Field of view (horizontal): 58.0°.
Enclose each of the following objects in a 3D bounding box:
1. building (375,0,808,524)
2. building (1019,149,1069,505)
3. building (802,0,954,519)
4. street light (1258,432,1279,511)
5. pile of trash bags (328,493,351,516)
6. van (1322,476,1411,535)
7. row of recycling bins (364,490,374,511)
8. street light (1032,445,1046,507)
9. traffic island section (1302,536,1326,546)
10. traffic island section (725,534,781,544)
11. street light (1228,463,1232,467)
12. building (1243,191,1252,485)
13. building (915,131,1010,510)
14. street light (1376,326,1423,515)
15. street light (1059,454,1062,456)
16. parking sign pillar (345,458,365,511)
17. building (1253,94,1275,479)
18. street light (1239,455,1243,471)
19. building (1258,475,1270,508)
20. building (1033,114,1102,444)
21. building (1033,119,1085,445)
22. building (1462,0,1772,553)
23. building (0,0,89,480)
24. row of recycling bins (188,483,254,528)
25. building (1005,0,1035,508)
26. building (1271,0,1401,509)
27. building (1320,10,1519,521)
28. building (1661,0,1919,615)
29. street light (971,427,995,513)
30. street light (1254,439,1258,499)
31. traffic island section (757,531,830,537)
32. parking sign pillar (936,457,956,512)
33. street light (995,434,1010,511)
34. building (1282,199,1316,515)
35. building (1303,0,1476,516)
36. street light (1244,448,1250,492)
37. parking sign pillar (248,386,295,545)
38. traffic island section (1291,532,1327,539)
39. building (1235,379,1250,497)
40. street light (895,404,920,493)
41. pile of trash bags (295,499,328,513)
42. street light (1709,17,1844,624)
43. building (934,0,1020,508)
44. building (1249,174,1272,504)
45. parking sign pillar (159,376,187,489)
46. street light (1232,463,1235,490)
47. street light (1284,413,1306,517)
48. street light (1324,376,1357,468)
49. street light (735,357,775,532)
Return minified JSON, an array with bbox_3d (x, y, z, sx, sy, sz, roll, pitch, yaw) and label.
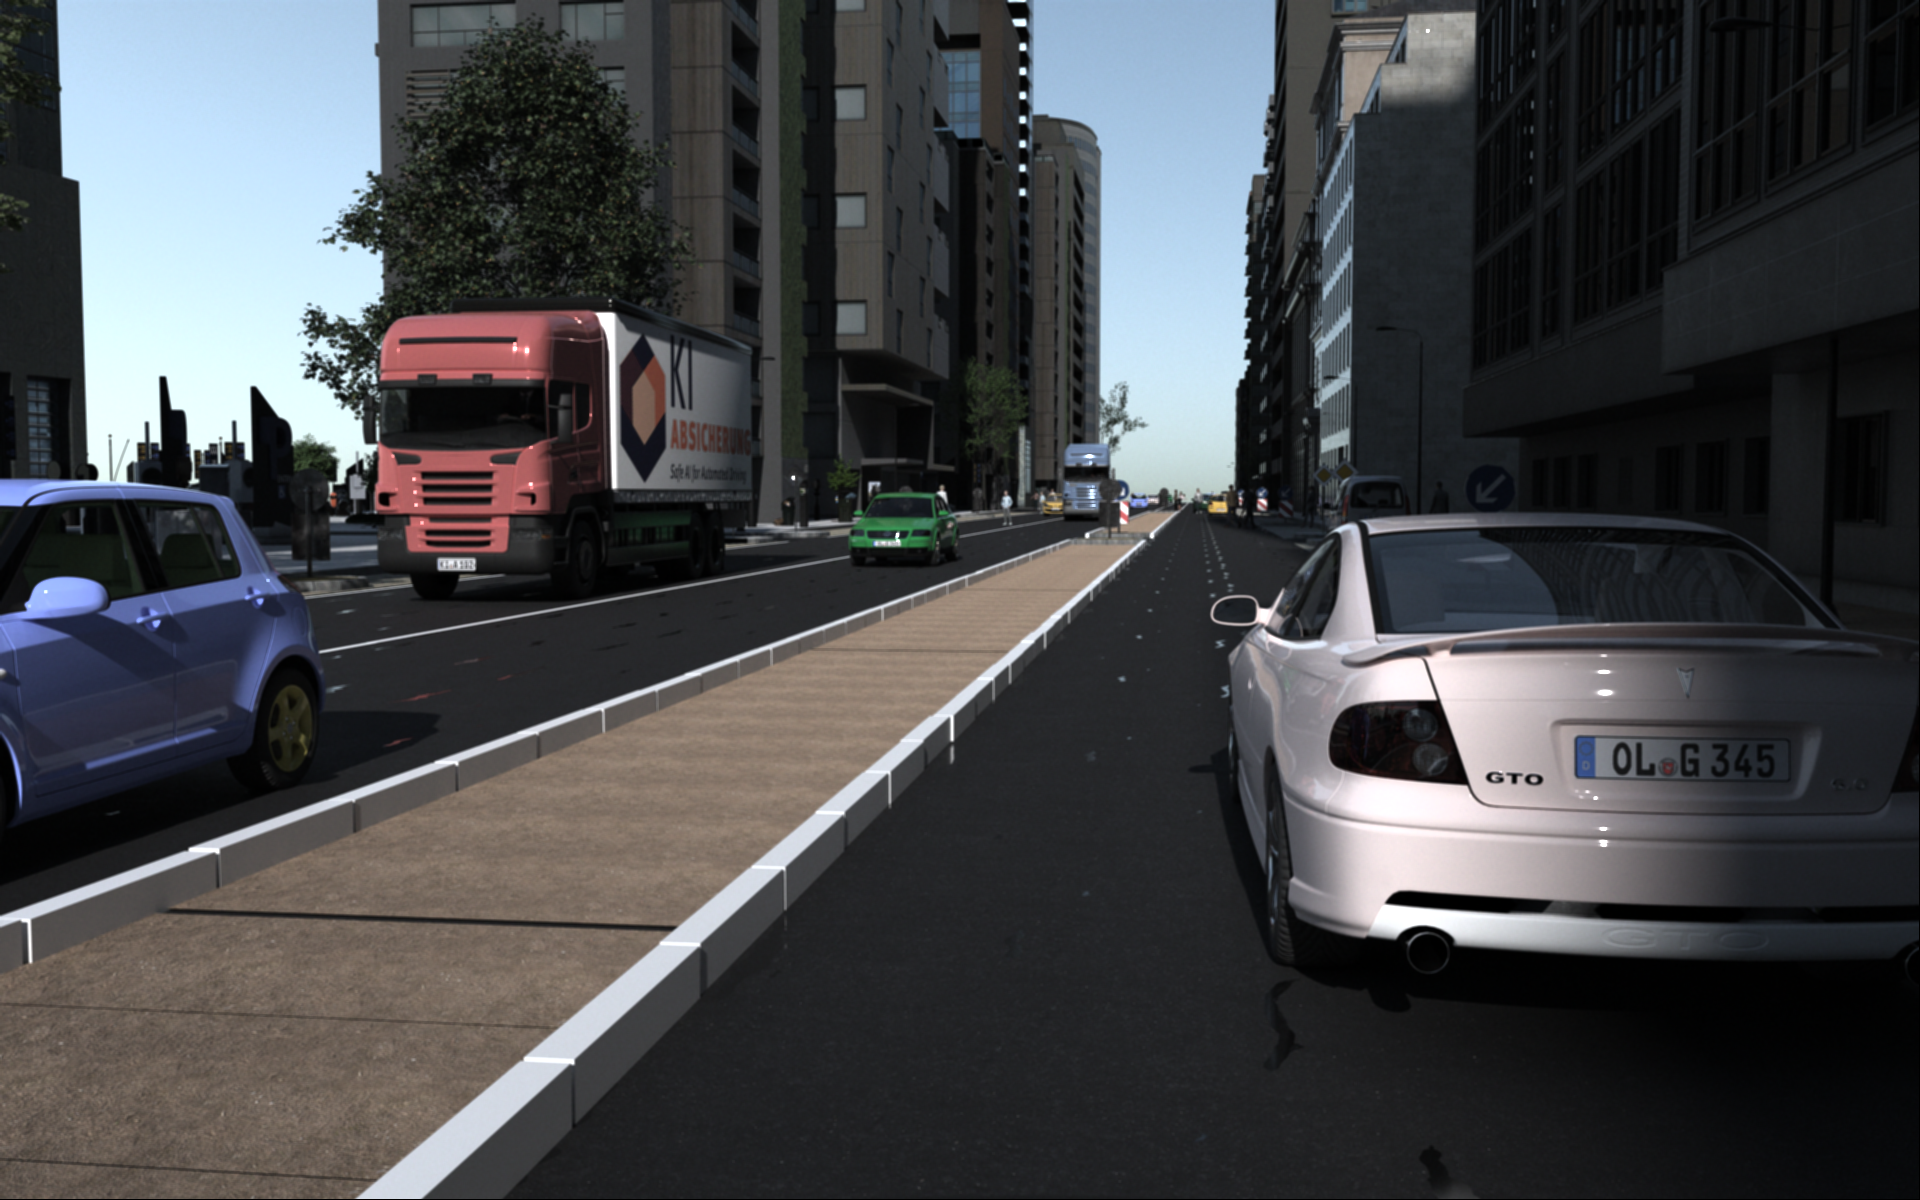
[{"bbox_3d":[-14.884,-23.816,72.979,14.154,41.232,14.086,0,4,8],"label":"building"},{"bbox_3d":[5.041,-31.621,200.603,14.154,41.232,14.086,0,4,8],"label":"building"},{"bbox_3d":[-15.438,-31.344,101.707,28.713,52.752,27.495,0,4,8],"label":"building"},{"bbox_3d":[23.320,-9.617,129.785,1.470,5.913,1.316,0,4,8],"label":"street light"},{"bbox_3d":[-36.985,-5.656,102.231,1.912,1.369,3.447,-1,4,-20],"label":"pile of trash bags"},{"bbox_3d":[9.617,-2.070,40.852,2.013,2.044,4.112,0,4,7],"label":"van"},{"bbox_3d":[-45.742,-7.810,134.812,1.069,1.692,3.534,1,4,13],"label":"row of recycling bins"},{"bbox_3d":[7.524,-11.801,165.487,1.470,5.913,1.316,0,4,8],"label":"street light"},{"bbox_3d":[10.758,-1.601,48.450,2.009,0.180,2.903,0,4,8],"label":"traffic island section"},{"bbox_3d":[-6.671,-1.746,50.834,2.009,0.180,2.903,0,4,8],"label":"traffic island section"},{"bbox_3d":[40.873,-17.394,256.932,1.470,5.913,1.316,0,4,8],"label":"street light"},{"bbox_3d":[51.332,-36.029,243.700,22.147,44.769,28.867,0,4,8],"label":"building"},{"bbox_3d":[-3.662,-22.600,141.218,14.160,30.474,14.107,0,4,8],"label":"building"},{"bbox_3d":[12.188,-4.614,47.984,1.470,5.913,1.316,0,4,8],"label":"street light"},{"bbox_3d":[11.780,-13.703,196.585,1.470,5.913,1.316,0,4,8],"label":"street light"},{"bbox_3d":[-45.500,-8.663,130.119,1.447,3.967,1.447,-3,5,-43],"label":"parking sign pillar"},{"bbox_3d":[44.408,-34.795,188.506,23.786,49.044,30.456,0,4,8],"label":"building"},{"bbox_3d":[33.865,-14.301,206.357,1.470,5.913,1.316,0,4,8],"label":"street light"},{"bbox_3d":[44.481,-28.701,161.149,32.217,40.220,23.993,0,4,8],"label":"building"},{"bbox_3d":[10.489,-44.479,269.224,21.231,58.520,28.212,0,4,8],"label":"building"},{"bbox_3d":[5.032,-37.004,228.709,21.300,48.544,21.600,0,4,8],"label":"building"},{"bbox_3d":[19.030,-14.704,33.919,14.314,27.812,24.014,0,4,8],"label":"building"},{"bbox_3d":[-56.015,-46.657,75.512,31.000,86.520,22.319,0,4,8],"label":"building"},{"bbox_3d":[-27.608,-3.610,66.133,3.534,1.692,1.069,-3,5,-40],"label":"row of recycling bins"},{"bbox_3d":[-2.841,-52.900,177.587,22.319,86.520,31.000,0,4,8],"label":"building"},{"bbox_3d":[36.397,-31.519,139.033,21.300,48.544,21.600,0,4,8],"label":"building"},{"bbox_3d":[22.018,-13.600,77.107,10.420,20.320,16.860,0,4,8],"label":"building"},{"bbox_3d":[14.047,-11.471,6.620,14.314,24.678,30.058,0,4,8],"label":"building"},{"bbox_3d":[1.478,-9.039,120.333,1.470,5.913,1.316,0,4,8],"label":"street light"},{"bbox_3d":[25.403,-10.531,144.716,1.470,5.913,1.316,0,4,8],"label":"street light"},{"bbox_3d":[-5.586,-2.230,58.746,2.009,0.180,2.903,0,4,8],"label":"traffic island section"},{"bbox_3d":[-1.027,-8.355,125.084,1.447,3.967,1.447,-1,4,-17],"label":"parking sign pillar"},{"bbox_3d":[3.381,-9.915,134.655,1.470,5.913,1.316,0,4,8],"label":"street light"},{"bbox_3d":[29.149,-16.879,117.775,13.314,21.916,24.055,0,4,8],"label":"building"},{"bbox_3d":[26.414,-18.903,94.968,13.634,28.700,20.117,0,4,8],"label":"building"},{"bbox_3d":[29.674,-12.415,175.531,1.470,5.913,1.316,0,4,8],"label":"street light"},{"bbox_3d":[-17.432,-3.395,43.984,1.447,3.967,1.447,0,4,7],"label":"parking sign pillar"},{"bbox_3d":[11.842,-2.084,56.361,2.009,0.180,2.903,0,4,8],"label":"traffic island section"},{"bbox_3d":[57.655,-26.153,272.644,27.650,21.520,28.899,0,4,8],"label":"building"},{"bbox_3d":[-2.771,-7.154,89.515,1.470,5.913,1.316,0,4,8],"label":"street light"},{"bbox_3d":[-34.748,-4.870,89.381,3.447,1.369,1.912,2,4,26],"label":"pile of trash bags"},{"bbox_3d":[8.004,-2.718,16.985,1.470,5.913,1.316,0,4,8],"label":"street light"},{"bbox_3d":[-2.269,-30.905,155.409,14.600,45.320,14.200,0,4,8],"label":"building"},{"bbox_3d":[44.452,-32.994,223.042,14.154,41.232,14.086,0,4,8],"label":"building"},{"bbox_3d":[-18.305,-3.173,40.343,1.447,3.967,1.447,-1,4,-19],"label":"parking sign pillar"},{"bbox_3d":[36.613,-15.509,226.115,1.470,5.913,1.316,0,4,8],"label":"street light"},{"bbox_3d":[19.177,-7.732,98.953,1.470,5.913,1.316,0,4,8],"label":"street light"},{"bbox_3d":[14.995,-5.846,68.126,1.470,5.913,1.316,0,4,8],"label":"street light"},{"bbox_3d":[-6.932,-5.269,58.685,1.470,5.913,1.316,0,4,8],"label":"street light"}]
